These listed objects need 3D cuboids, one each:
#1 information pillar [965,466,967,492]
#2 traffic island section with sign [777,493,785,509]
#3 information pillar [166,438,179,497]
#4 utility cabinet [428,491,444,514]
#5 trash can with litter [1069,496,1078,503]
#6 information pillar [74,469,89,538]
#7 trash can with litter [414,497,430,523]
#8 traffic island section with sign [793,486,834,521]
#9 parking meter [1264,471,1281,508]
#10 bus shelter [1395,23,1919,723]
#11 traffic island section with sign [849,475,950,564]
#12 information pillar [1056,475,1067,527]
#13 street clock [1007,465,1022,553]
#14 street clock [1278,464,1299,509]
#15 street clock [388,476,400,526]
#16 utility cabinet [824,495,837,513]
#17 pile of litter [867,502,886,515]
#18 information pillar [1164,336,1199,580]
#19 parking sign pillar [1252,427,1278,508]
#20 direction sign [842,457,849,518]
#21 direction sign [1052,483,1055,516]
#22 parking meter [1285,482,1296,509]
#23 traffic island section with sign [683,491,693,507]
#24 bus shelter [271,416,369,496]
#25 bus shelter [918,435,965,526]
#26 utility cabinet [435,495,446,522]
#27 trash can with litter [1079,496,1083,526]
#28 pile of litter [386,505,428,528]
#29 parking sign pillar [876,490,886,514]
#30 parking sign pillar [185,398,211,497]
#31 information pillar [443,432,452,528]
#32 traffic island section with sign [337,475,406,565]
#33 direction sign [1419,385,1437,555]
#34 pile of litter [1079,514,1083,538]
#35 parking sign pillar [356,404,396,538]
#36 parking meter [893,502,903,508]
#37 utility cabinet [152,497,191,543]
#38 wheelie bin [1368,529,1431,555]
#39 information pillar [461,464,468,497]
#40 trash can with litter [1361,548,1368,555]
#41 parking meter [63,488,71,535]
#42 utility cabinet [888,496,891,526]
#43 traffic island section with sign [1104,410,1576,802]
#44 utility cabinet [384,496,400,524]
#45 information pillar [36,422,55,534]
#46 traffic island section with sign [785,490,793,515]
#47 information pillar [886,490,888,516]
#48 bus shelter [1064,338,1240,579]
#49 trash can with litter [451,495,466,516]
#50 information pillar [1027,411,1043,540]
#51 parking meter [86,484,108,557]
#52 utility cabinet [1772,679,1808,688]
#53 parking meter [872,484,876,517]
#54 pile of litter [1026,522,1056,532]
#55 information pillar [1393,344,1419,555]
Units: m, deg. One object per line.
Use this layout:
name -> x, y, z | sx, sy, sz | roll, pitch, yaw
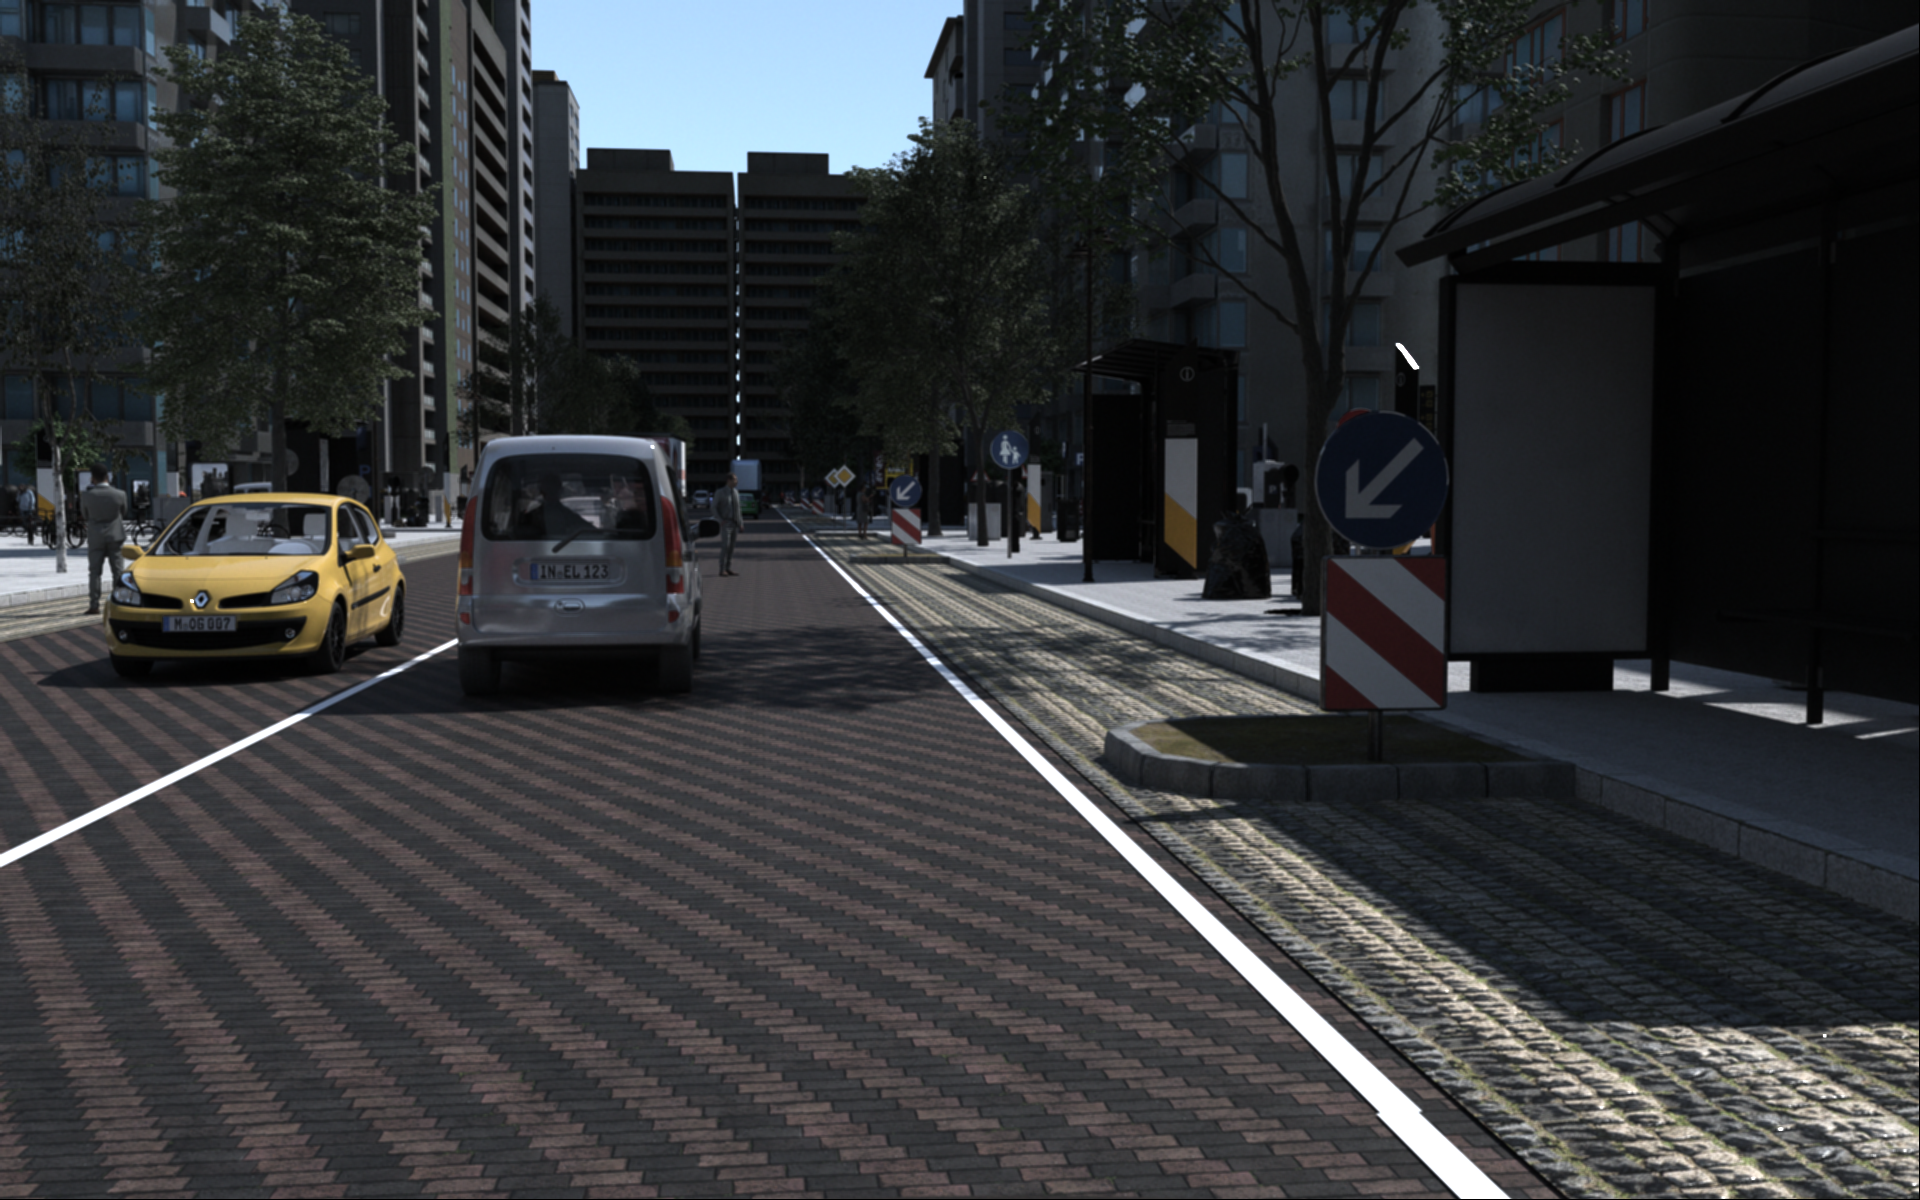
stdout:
information pillar -> 0.255, -8.171, 124.953 | 0.504, 3.616, 0.183 | 0, 4, 6
traffic island section with sign -> -16.409, -9.726, 167.652 | 1.989, 1.847, 2.006 | 0, 4, -7
information pillar -> -29.717, -4.530, 65.416 | 0.504, 3.616, 0.183 | 1, 4, 19
utility cabinet -> -32.511, -6.058, 107.719 | 0.318, 1.500, 1.173 | 2, 4, 28
trash can with litter -> 6.547, -5.584, 102.683 | 0.624, 1.170, 1.055 | -2, 4, -25
information pillar -> -25.626, -2.818, 50.560 | 0.304, 2.012, 0.304 | 3, 5, 40
trash can with litter -> -23.746, -3.983, 76.514 | 0.624, 1.170, 1.055 | -1, 4, -13
traffic island section with sign -> -7.601, -5.038, 90.999 | 1.989, 1.847, 2.006 | 0, 4, -7
parking meter -> 7.947, -2.348, 44.106 | 0.399, 1.863, 0.255 | 0, 3, 0
bus shelter -> 4.152, -0.904, 8.709 | 2.014, 3.302, 5.546 | 0, 4, -7
traffic island section with sign -> -1.298, -1.680, 36.096 | 1.989, 1.847, 2.006 | 0, 4, -7
information pillar -> 3.953, -3.843, 67.329 | 0.304, 2.012, 0.304 | -3, 5, -42
street clock -> 1.196, -2.043, 37.978 | 0.358, 2.002, 0.471 | -1, 4, -14
street clock -> 8.031, -2.313, 42.387 | 0.471, 2.002, 0.358 | -2, 4, -28
street clock -> -22.541, -3.942, 69.022 | 0.358, 2.002, 0.471 | 1, 4, 18
utility cabinet -> -8.636, -6.463, 116.838 | 1.020, 1.237, 0.306 | 0, 4, 8
pile of litter -> -5.431, -5.604, 105.590 | 1.176, 0.858, 1.719 | 3, 4, 36
information pillar -> 3.319, -2.112, 25.889 | 0.504, 3.616, 0.183 | 1, 4, 15
parking sign pillar -> 12.242, -4.955, 69.482 | 1.447, 3.967, 1.447 | -1, 4, -20
direction sign -> -6.283, -6.280, 94.673 | 0.379, 3.537, 0.876 | 0, 4, 2
direction sign -> 5.417, -6.724, 101.935 | 0.876, 3.537, 0.379 | 0, 4, 6
parking meter -> 10.858, -3.135, 56.969 | 0.255, 1.863, 0.399 | -1, 4, -12
traffic island section with sign -> -30.540, -11.287, 193.176 | 1.989, 1.847, 2.006 | 0, 4, -7
bus shelter -> -19.489, -3.799, 53.399 | 1.731, 3.624, 6.357 | 0, 4, -7
bus shelter -> -0.916, -4.930, 71.893 | 1.731, 3.624, 6.357 | 0, 4, -6
utility cabinet -> -23.896, -4.189, 79.658 | 0.306, 1.237, 1.020 | 0, 4, -6
trash can with litter -> 4.798, -3.564, 69.322 | 1.678, 1.210, 2.233 | -2, 4, -34
pile of litter -> -21.312, -3.228, 66.744 | 1.719, 0.858, 1.176 | -2, 4, -34
parking sign pillar -> -5.038, -7.674, 113.935 | 1.447, 3.967, 1.447 | 1, 4, 20
parking sign pillar -> -21.168, -3.651, 48.170 | 1.447, 3.967, 1.447 | -1, 4, -13
information pillar -> -19.520, -4.559, 65.887 | 0.183, 3.616, 0.504 | -2, 4, -35
traffic island section with sign -> -12.389, -1.625, 35.203 | 1.989, 1.847, 2.006 | 0, 4, -7
direction sign -> 9.919, -2.688, 35.947 | 0.876, 3.537, 0.379 | 3, 5, 40
pile of litter -> 4.019, -2.237, 50.539 | 1.176, 0.858, 1.719 | -1, 4, -18
parking sign pillar -> -17.211, -3.788, 50.403 | 1.447, 3.967, 1.447 | -1, 4, -10
parking meter -> -4.775, -7.647, 133.443 | 0.372, 1.533, 0.369 | 0, 3, 0
utility cabinet -> -17.568, -1.693, 38.849 | 0.306, 1.237, 1.020 | 2, 4, 26
wheelie bin -> 7.079, -1.254, 28.418 | 0.980, 1.594, 0.693 | 0, 4, -5
information pillar -> -38.211, -8.696, 133.539 | 0.504, 3.616, 0.183 | -1, 4, -12
trash can with litter -> 7.554, -1.186, 30.785 | 1.055, 1.170, 0.624 | -2, 4, -26
parking meter -> -28.154, -2.811, 54.374 | 0.372, 1.533, 0.369 | 0, 3, 0
utility cabinet -> -2.691, -3.610, 70.187 | 0.306, 1.237, 1.020 | -1, 4, -13
traffic island section with sign -> 1.814, -0.022, 8.990 | 1.989, 1.847, 2.006 | 0, 4, -7
utility cabinet -> -24.216, -3.832, 73.817 | 0.306, 1.237, 1.020 | 0, 4, 4
information pillar -> -29.519, -3.949, 55.925 | 0.504, 3.616, 0.183 | -3, 4, -38
traffic island section with sign -> -10.681, -6.676, 117.778 | 1.989, 1.847, 2.006 | 0, 4, -7
information pillar -> -4.055, -5.839, 99.960 | 0.304, 2.012, 0.304 | 2, 4, 33
bus shelter -> 3.128, -2.327, 29.327 | 1.731, 3.624, 6.357 | 0, 4, -6
trash can with litter -> -29.597, -5.527, 101.422 | 2.233, 1.210, 1.678 | -3, 5, -40
information pillar -> 2.088, -3.504, 48.642 | 0.504, 3.616, 0.183 | -3, 5, -45
parking meter -> -17.450, -1.629, 35.051 | 0.372, 1.533, 0.369 | 0, 3, 0
utility cabinet -> 6.005, -0.165, 11.370 | 1.173, 1.500, 0.318 | 0, 4, 2
parking meter -> -4.869, -5.590, 97.101 | 0.255, 1.863, 0.399 | -1, 4, -17
pile of litter -> 2.494, -2.771, 59.263 | 1.719, 0.858, 1.176 | 0, 4, -7
information pillar -> 6.909, -2.173, 26.890 | 0.183, 3.616, 0.504 | -1, 4, -22
